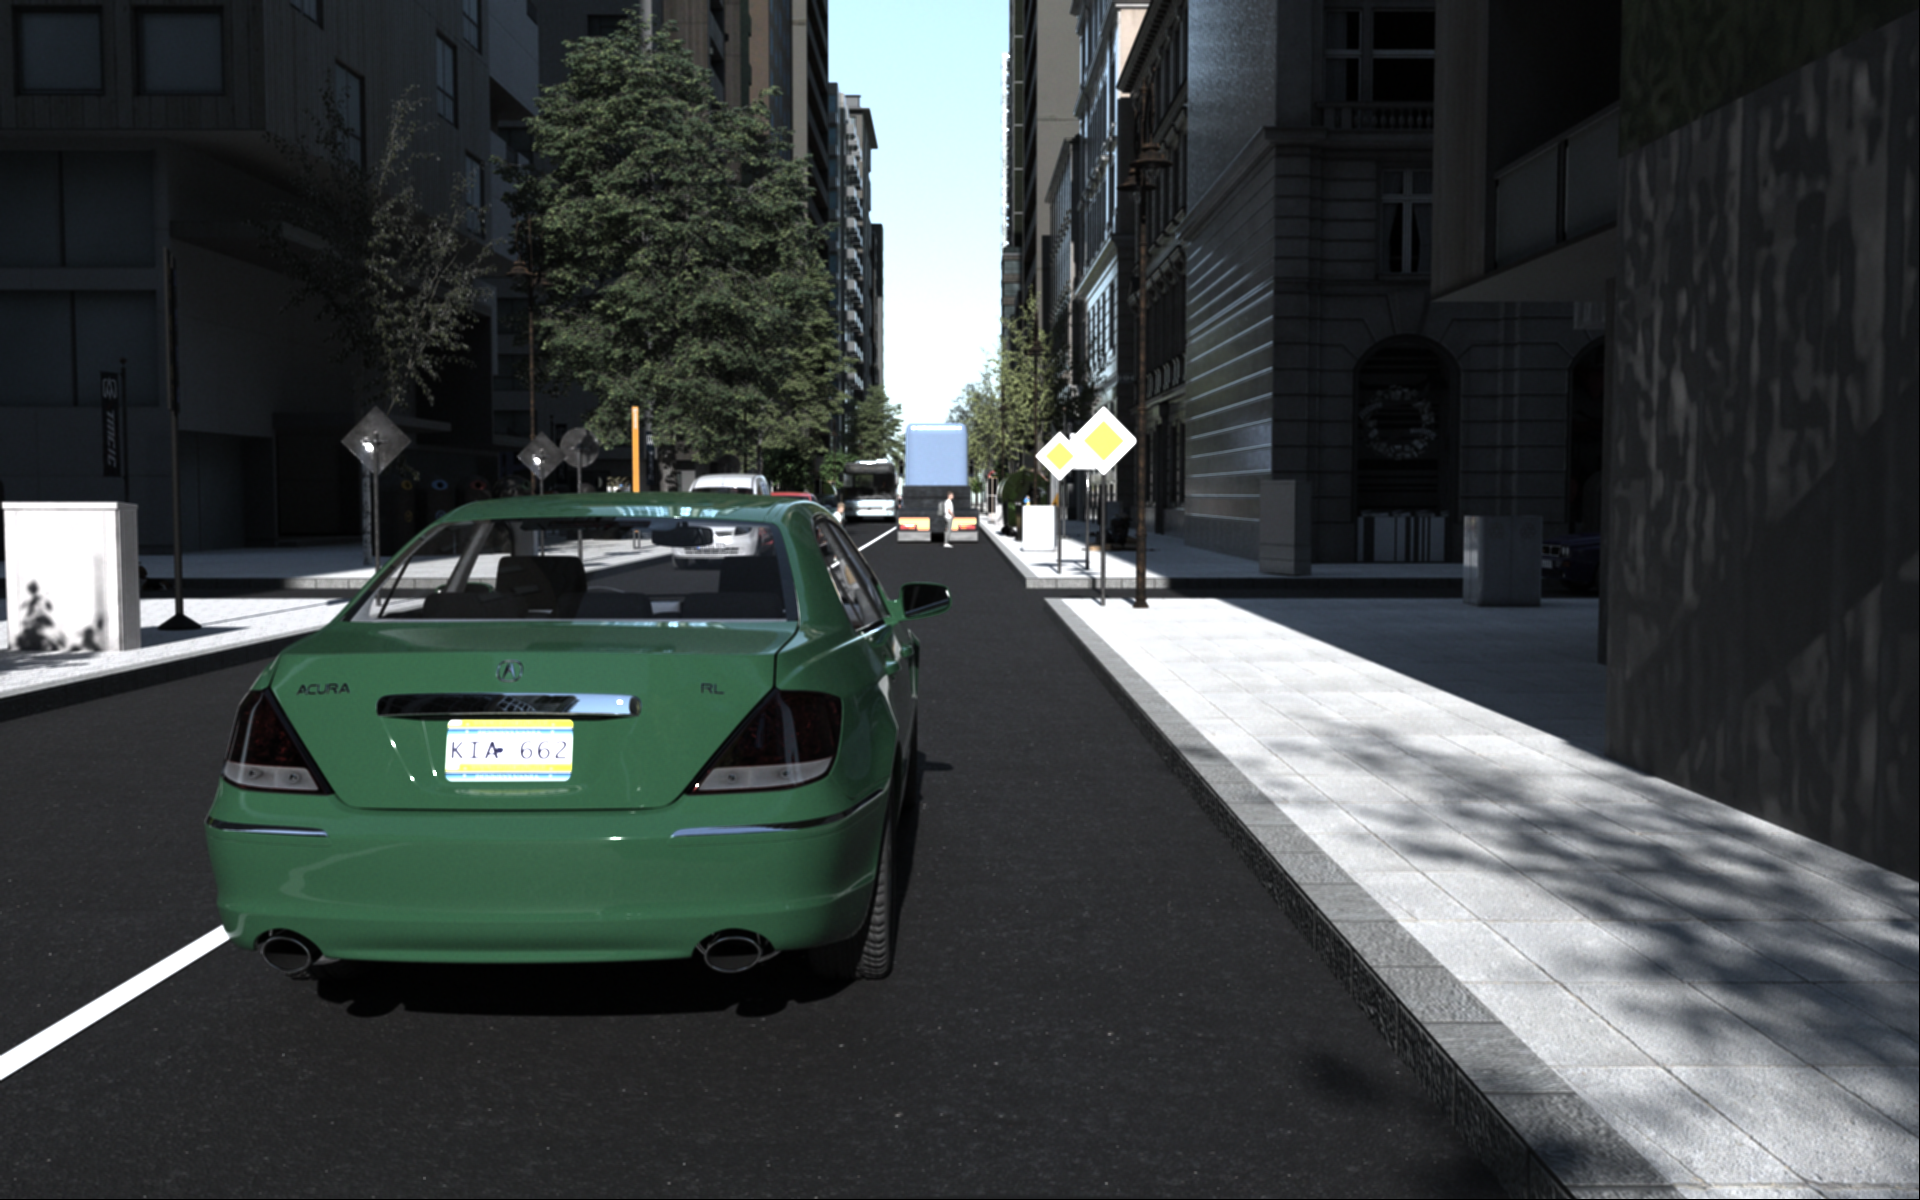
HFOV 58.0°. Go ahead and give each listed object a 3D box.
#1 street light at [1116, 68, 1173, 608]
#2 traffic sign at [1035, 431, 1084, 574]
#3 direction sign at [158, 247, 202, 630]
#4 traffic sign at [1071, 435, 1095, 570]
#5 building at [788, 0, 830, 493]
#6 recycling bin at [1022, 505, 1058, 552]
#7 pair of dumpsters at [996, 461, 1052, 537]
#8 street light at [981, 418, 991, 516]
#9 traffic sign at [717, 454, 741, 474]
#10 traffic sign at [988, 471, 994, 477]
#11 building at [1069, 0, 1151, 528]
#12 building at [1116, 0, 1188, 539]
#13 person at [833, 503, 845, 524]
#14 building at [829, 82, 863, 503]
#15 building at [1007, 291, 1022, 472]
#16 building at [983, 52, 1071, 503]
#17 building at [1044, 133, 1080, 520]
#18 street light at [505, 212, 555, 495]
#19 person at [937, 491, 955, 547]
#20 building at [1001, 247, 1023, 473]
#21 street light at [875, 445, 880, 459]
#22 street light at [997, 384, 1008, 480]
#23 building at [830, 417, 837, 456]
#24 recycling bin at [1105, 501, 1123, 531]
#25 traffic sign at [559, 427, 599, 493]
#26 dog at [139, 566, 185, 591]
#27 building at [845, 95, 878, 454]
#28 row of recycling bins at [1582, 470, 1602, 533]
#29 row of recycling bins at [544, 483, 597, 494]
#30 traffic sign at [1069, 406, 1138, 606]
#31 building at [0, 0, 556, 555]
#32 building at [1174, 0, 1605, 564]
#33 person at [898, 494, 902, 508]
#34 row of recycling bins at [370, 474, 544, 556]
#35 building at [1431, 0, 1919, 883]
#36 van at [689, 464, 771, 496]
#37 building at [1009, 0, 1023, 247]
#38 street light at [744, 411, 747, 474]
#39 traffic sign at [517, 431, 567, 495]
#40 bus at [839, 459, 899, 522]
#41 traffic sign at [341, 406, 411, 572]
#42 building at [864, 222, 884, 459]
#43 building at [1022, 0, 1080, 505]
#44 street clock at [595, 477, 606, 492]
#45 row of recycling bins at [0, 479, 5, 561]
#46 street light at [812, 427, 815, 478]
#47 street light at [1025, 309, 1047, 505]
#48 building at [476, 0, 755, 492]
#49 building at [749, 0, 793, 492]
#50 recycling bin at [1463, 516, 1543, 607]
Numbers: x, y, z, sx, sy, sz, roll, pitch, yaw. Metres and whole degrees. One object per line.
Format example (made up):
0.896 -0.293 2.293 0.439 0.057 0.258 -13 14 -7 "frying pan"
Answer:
2.043 -2.851 19.400 0.468 5.910 1.993 0 4 0 "street light"
1.596 -1.477 27.784 0.795 2.450 0.064 0 4 0 "traffic sign"
-7.425 -1.491 16.377 0.379 3.537 0.876 -1 4 -19 "direction sign"
2.157 -1.661 29.281 0.606 2.300 0.079 0 4 4 "traffic sign"
-21.082 -30.856 128.204 21.300 48.544 21.600 0 4 0 "building"
1.788 -1.600 38.716 0.722 1.027 0.722 1 4 10 "recycling bin"
1.974 -3.130 53.676 1.574 2.255 4.437 0 4 0 "pair of dumpsters"
1.661 -7.911 102.128 0.468 5.910 1.993 0 4 0 "street light"
-7.420 -3.392 55.573 0.768 2.556 0.104 0 4 3 "traffic sign"
1.890 -5.709 93.450 0.768 2.556 0.104 1 4 9 "traffic sign"
11.984 -17.626 74.092 13.634 28.700 20.117 0 4 0 "building"
11.078 -11.626 54.716 10.561 19.102 19.286 0 4 0 "building"
-2.611 -1.457 37.002 0.352 1.250 0.332 0 4 7 "person"
-23.034 -35.754 204.183 23.786 49.044 30.456 0 4 0 "building"
18.679 -19.373 161.788 27.650 21.520 28.899 0 4 0 "building"
14.764 -57.046 245.376 22.319 86.520 31.000 0 4 0 "building"
9.913 -14.943 93.474 9.793 20.994 18.267 0 4 0 "building"
-7.106 -3.424 28.771 0.468 5.910 1.993 0 4 0 "street light"
-0.322 -2.189 46.892 0.503 1.515 0.523 3 5 42 "person"
11.832 -26.397 203.285 14.160 30.474 14.107 0 4 0 "building"
-7.804 -11.687 163.876 0.468 5.910 1.993 0 4 0 "street light"
1.805 -6.119 72.836 0.468 5.910 1.993 0 4 0 "street light"
-21.885 -51.420 153.384 22.319 86.520 31.000 0 4 0 "building"
5.311 -2.952 60.815 0.722 1.027 0.722 1 4 13 "recycling bin"
-7.278 -2.020 33.129 0.768 2.556 0.104 0 4 1 "traffic sign"
-11.958 -0.336 25.691 0.748 0.427 0.550 0 4 -4 "dog"
-25.789 -39.380 233.103 28.713 52.752 27.495 0 4 0 "building"
12.216 -1.328 28.820 3.534 1.692 1.069 1 4 22 "row of recycling bins"
-15.187 -3.472 63.876 3.534 1.692 1.069 -1 4 -18 "row of recycling bins"
1.636 -0.988 19.799 0.795 2.450 0.064 0 4 0 "traffic sign"
-27.529 -27.991 46.891 28.713 52.752 27.495 0 4 0 "building"
17.179 -11.931 36.865 24.055 21.916 13.314 0 4 0 "building"
-5.508 -8.863 156.597 0.628 1.438 0.799 -1 4 -22 "person"
-10.776 -1.817 36.822 3.534 1.692 1.069 -3 5 -39 "row of recycling bins"
10.159 -19.898 8.934 14.154 41.232 14.086 0 4 0 "building"
-4.625 -1.664 34.211 2.013 2.044 4.112 0 4 0 "van"
14.525 -47.819 220.085 20.563 71.187 20.611 0 4 0 "building"
-7.272 -5.252 58.660 0.468 5.910 1.993 0 4 0 "street light"
-6.698 -1.475 27.763 0.795 2.450 0.064 0 4 0 "traffic sign"
-4.607 -5.854 90.573 2.948 3.499 13.247 0 4 -2 "bus"
-6.658 -0.987 19.778 0.795 2.450 0.064 0 4 0 "traffic sign"
-18.462 -34.918 254.504 14.154 41.232 14.086 0 4 0 "building"
15.247 -30.059 115.171 21.300 48.544 21.600 0 4 0 "building"
-14.965 -4.137 72.202 0.471 2.002 0.358 3 4 36 "street clock"
-18.749 -1.512 31.831 1.069 1.692 3.534 0 4 1 "row of recycling bins"
-7.442 -7.084 88.610 0.468 5.910 1.993 0 4 0 "street light"
1.898 -4.325 43.495 0.468 5.910 1.993 0 4 0 "street light"
-17.912 -19.124 84.381 14.160 30.474 14.107 0 4 0 "building"
-18.278 -28.134 110.106 14.600 45.320 14.200 0 4 0 "building"
6.272 -0.458 20.042 0.722 1.027 0.722 0 4 1 "recycling bin"
